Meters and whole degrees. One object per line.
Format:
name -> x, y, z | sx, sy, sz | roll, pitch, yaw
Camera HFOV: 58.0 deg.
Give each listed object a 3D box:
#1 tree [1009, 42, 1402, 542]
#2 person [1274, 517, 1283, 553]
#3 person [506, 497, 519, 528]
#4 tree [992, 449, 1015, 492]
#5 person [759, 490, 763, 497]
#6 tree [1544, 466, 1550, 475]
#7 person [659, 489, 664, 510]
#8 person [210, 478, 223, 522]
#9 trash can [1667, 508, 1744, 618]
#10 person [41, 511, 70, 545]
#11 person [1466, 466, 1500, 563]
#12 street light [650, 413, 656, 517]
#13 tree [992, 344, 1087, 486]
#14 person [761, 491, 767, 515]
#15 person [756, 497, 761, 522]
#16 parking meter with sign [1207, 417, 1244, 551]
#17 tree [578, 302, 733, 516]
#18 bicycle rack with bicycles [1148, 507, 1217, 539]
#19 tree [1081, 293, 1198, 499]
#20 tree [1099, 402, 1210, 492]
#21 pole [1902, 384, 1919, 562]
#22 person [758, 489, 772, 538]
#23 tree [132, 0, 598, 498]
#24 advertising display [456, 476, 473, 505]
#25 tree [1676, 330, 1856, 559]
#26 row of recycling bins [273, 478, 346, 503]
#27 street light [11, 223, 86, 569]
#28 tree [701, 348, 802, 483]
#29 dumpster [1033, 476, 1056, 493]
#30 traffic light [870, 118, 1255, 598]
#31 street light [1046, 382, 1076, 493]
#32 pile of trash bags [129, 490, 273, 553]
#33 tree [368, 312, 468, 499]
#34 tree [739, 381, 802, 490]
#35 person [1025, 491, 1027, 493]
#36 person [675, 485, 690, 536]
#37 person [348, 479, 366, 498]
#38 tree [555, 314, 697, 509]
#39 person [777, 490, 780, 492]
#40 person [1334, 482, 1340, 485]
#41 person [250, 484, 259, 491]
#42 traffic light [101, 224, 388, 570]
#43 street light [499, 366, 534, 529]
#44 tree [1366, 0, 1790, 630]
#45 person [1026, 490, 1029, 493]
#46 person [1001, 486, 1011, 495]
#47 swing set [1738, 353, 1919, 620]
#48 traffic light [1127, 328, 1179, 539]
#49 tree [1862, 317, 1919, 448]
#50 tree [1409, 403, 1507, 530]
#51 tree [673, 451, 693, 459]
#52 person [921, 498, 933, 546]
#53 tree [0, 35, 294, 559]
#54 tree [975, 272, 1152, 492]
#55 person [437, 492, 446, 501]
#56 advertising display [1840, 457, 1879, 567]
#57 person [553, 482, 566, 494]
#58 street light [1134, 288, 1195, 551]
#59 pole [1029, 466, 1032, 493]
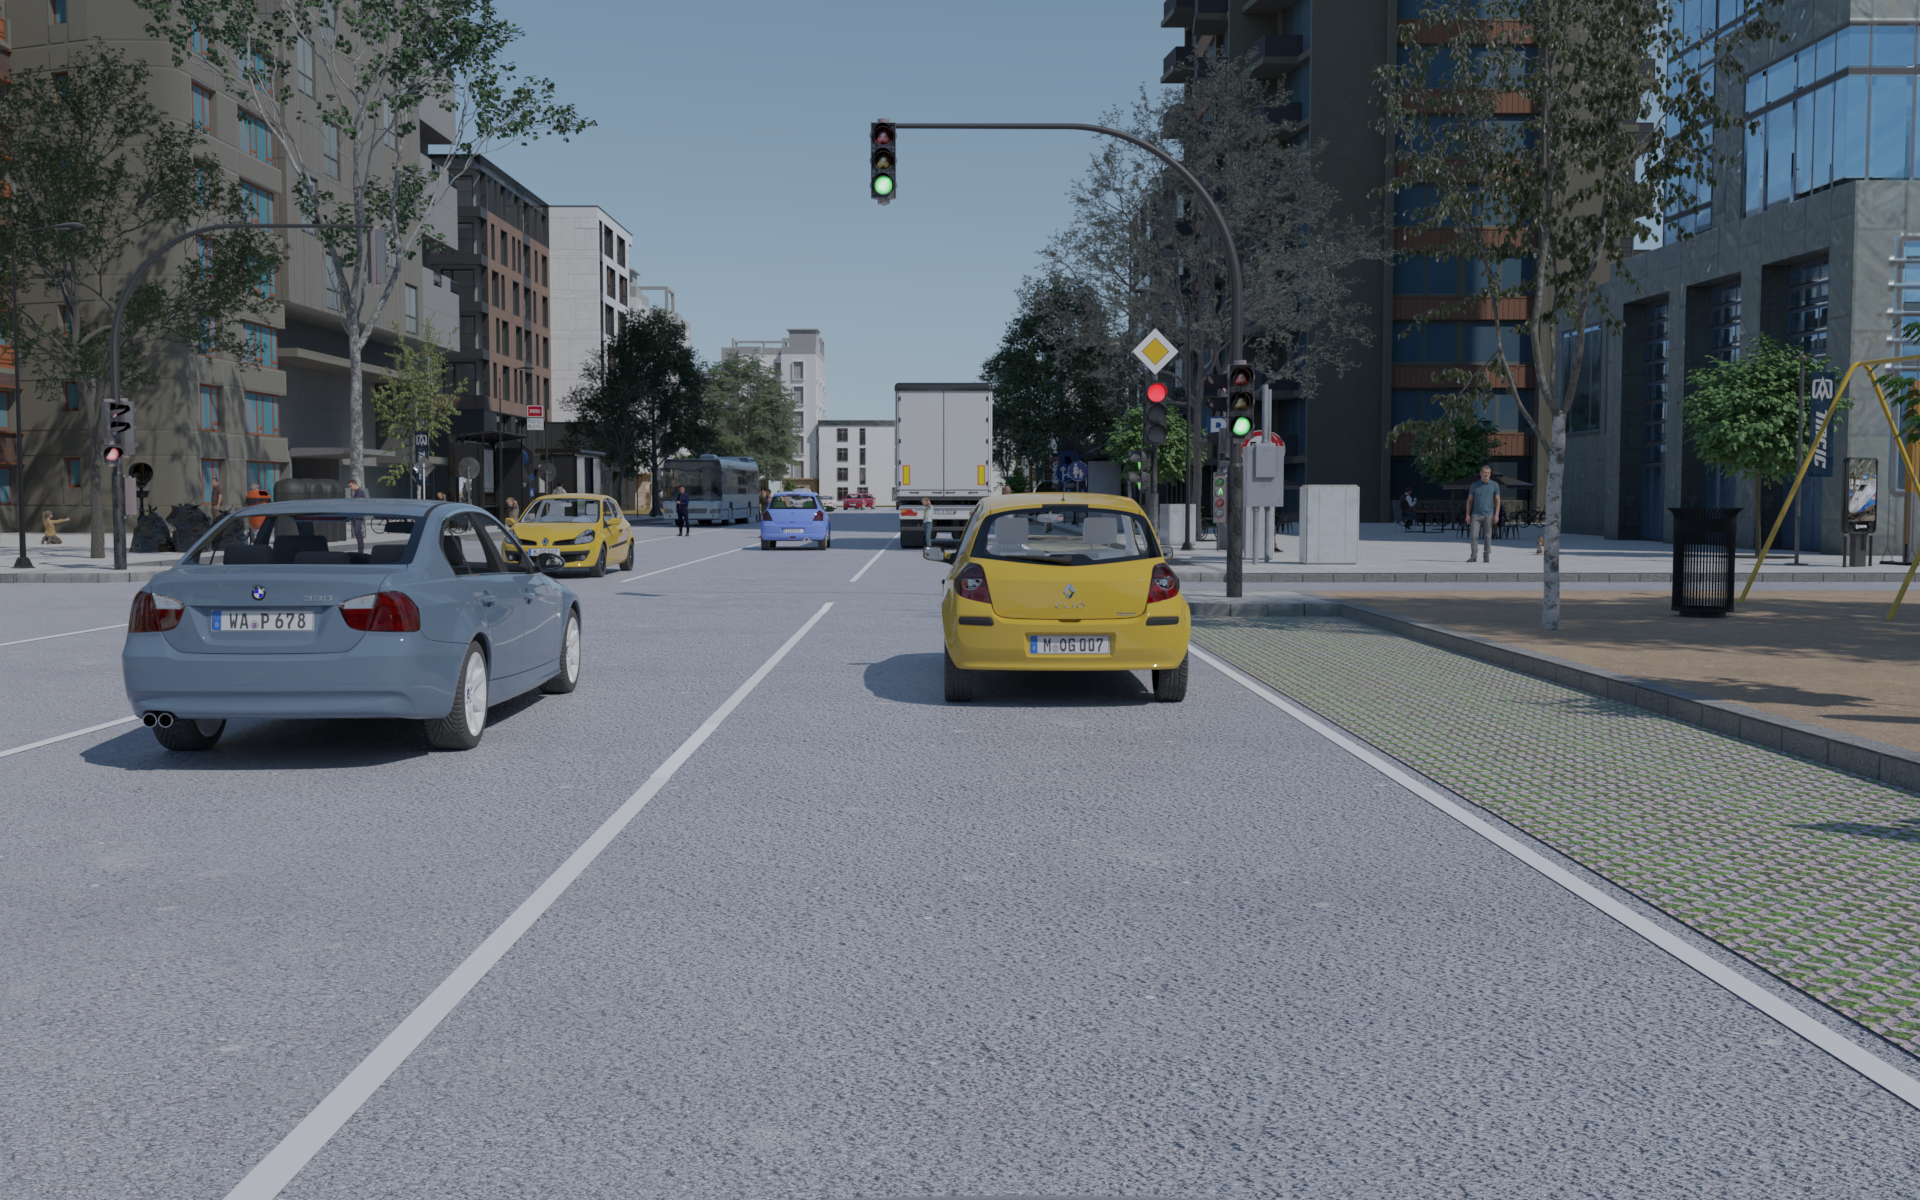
tree -> 6.519, -8.330, 46.567 | 12.009, 13.543, 11.850 | 0, 3, 0
person -> 6.742, -1.805, 37.760 | 0.499, 1.552, 0.429 | -2, 4, -35
person -> -11.254, -1.908, 43.613 | 0.435, 1.345, 0.340 | 2, 4, 32
tree -> 4.570, -13.822, 176.350 | 4.360, 8.622, 3.978 | 0, 3, 0
person -> -20.358, -10.530, 179.001 | 1.217, 1.735, 0.721 | -2, 4, -33
tree -> 21.979, -4.111, 61.819 | 1.663, 3.219, 1.824 | 0, 3, 0
person -> -24.316, -8.254, 141.939 | 0.756, 1.711, 0.436 | 2, 4, 26
person -> -23.949, -3.028, 55.683 | 0.434, 1.807, 0.598 | -2, 4, -32
trash can -> 7.781, -0.395, 18.119 | 0.748, 1.137, 0.748 | 0, 3, 0
person -> -23.169, -1.855, 44.304 | 0.347, 0.859, 0.695 | 1, 4, 20
person -> 9.799, -1.611, 32.504 | 0.598, 1.807, 0.434 | 2, 4, 33
street light -> -16.575, -7.580, 96.476 | 1.470, 5.913, 1.316 | 0, 4, -1
tree -> 5.179, -11.370, 111.662 | 9.928, 11.665, 9.643 | 0, 3, 0
person -> -7.083, -3.213, 63.296 | 0.388, 1.546, 0.482 | 0, 4, -8
person -> -10.431, -4.729, 89.729 | 0.340, 1.345, 0.435 | 1, 4, 15
parking meter with sign -> 6.306, -2.658, 39.717 | 0.543, 3.016, 1.738 | 2, 4, 35
tree -> -18.354, -11.405, 103.480 | 9.611, 12.733, 9.660 | 0, 3, 0
bicycle rack with bicycles -> 6.356, -2.178, 48.991 | 2.852, 0.926, 2.925 | -1, 4, -11
tree -> 6.248, -6.822, 61.898 | 4.360, 8.622, 3.978 | 0, 3, 0
tree -> 6.059, -4.347, 54.787 | 4.285, 4.588, 4.351 | 0, 3, 0
pole -> 17.119, -2.281, 31.141 | 0.158, 3.312, 0.155 | 0, 3, 0
person -> -6.252, -2.819, 56.455 | 0.662, 1.594, 0.647 | -1, 4, -14
tree -> -15.870, -11.841, 49.493 | 12.611, 20.169, 13.585 | 0, 3, 0
advertising display -> -17.500, -3.422, 61.165 | 0.123, 1.923, 0.974 | 1, 4, 13
tree -> 16.175, -3.125, 34.813 | 4.285, 4.588, 4.351 | 0, 3, 0
row of recycling bins -> -17.154, -2.372, 45.891 | 1.069, 1.692, 3.534 | 0, 4, 0
street light -> -15.663, -3.501, 29.784 | 1.470, 5.913, 1.316 | 0, 4, -1
tree -> -18.343, -14.862, 149.643 | 9.857, 13.997, 8.962 | 0, 3, 0
dumpster -> 4.856, -5.736, 96.275 | 1.502, 2.255, 1.985 | 0, 4, -1
traffic light -> 1.294, -2.851, 21.285 | 4.771, 5.953, 1.251 | 0, 4, -1
street light -> 4.238, -6.075, 71.873 | 1.470, 5.913, 1.316 | 0, 4, -1
pile of trash bags -> -16.950, -1.806, 39.286 | 1.912, 1.369, 3.447 | 1, 4, 20
tree -> -22.067, -7.343, 70.426 | 4.737, 8.622, 4.395 | 0, 3, 0
tree -> -19.246, -15.498, 171.519 | 7.486, 12.596, 7.792 | 0, 3, 0
person -> 4.409, -7.054, 121.346 | 1.348, 1.831, 0.705 | -2, 4, -26
person -> -9.444, -3.026, 58.683 | 0.576, 1.737, 0.504 | 1, 4, 21
person -> -13.836, -1.867, 39.481 | 0.568, 1.767, 0.683 | -2, 4, -34
tree -> -17.428, -9.488, 89.548 | 7.601, 10.594, 8.767 | 1, 4, 10
person -> -14.785, -8.060, 141.003 | 1.217, 1.735, 0.721 | -1, 4, -11
person -> 14.574, -3.686, 67.027 | 0.841, 1.734, 0.376 | 2, 4, 34
person -> -18.315, -2.239, 44.867 | 0.471, 1.553, 0.569 | 2, 4, 28
traffic light -> -12.105, -3.339, 29.263 | 4.771, 5.953, 1.251 | 0, 4, -1
street light -> -16.159, -5.532, 62.986 | 1.470, 5.913, 1.316 | 0, 4, -1
tree -> 5.663, -4.036, 16.355 | 4.360, 8.622, 3.978 | 0, 3, 0
person -> 5.944, -9.017, 153.337 | 0.709, 1.838, 0.599 | 1, 4, 16
person -> 0.814, -1.268, 31.294 | 0.516, 1.574, 0.319 | -2, 4, -34
swing set -> 10.747, -1.323, 19.255 | 2.862, 2.851, 3.119 | 0, 4, -5
traffic light -> 3.284, -2.478, 29.437 | 0.839, 4.253, 0.868 | 0, 4, -1
tree -> 6.304, -0.945, 10.046 | 1.663, 3.219, 1.824 | 0, 3, 0
tree -> 17.712, -4.775, 61.779 | 4.285, 4.588, 4.351 | 0, 3, 0
tree -> -18.494, -8.335, 119.995 | 4.285, 4.588, 4.351 | 0, 3, 0
person -> -0.818, -1.872, 43.014 | 0.340, 1.345, 0.435 | -3, 4, -36
tree -> -17.116, -6.126, 34.575 | 8.767, 10.594, 7.601 | 1, 4, 10
tree -> 5.108, -10.480, 88.354 | 9.611, 12.733, 9.660 | 0, 3, 0
person -> -18.978, -3.275, 63.492 | 0.435, 1.345, 0.340 | 1, 4, 21
advertising display -> 15.832, -1.546, 30.497 | 0.974, 1.923, 0.123 | -2, 4, -34
person -> -16.844, -4.105, 73.308 | 0.875, 1.805, 0.789 | 1, 4, 16
street light -> 4.620, -4.074, 39.149 | 1.470, 5.913, 1.316 | 0, 4, -1
pole -> 4.104, -6.542, 100.810 | 0.158, 3.312, 0.155 | 0, 3, 0
